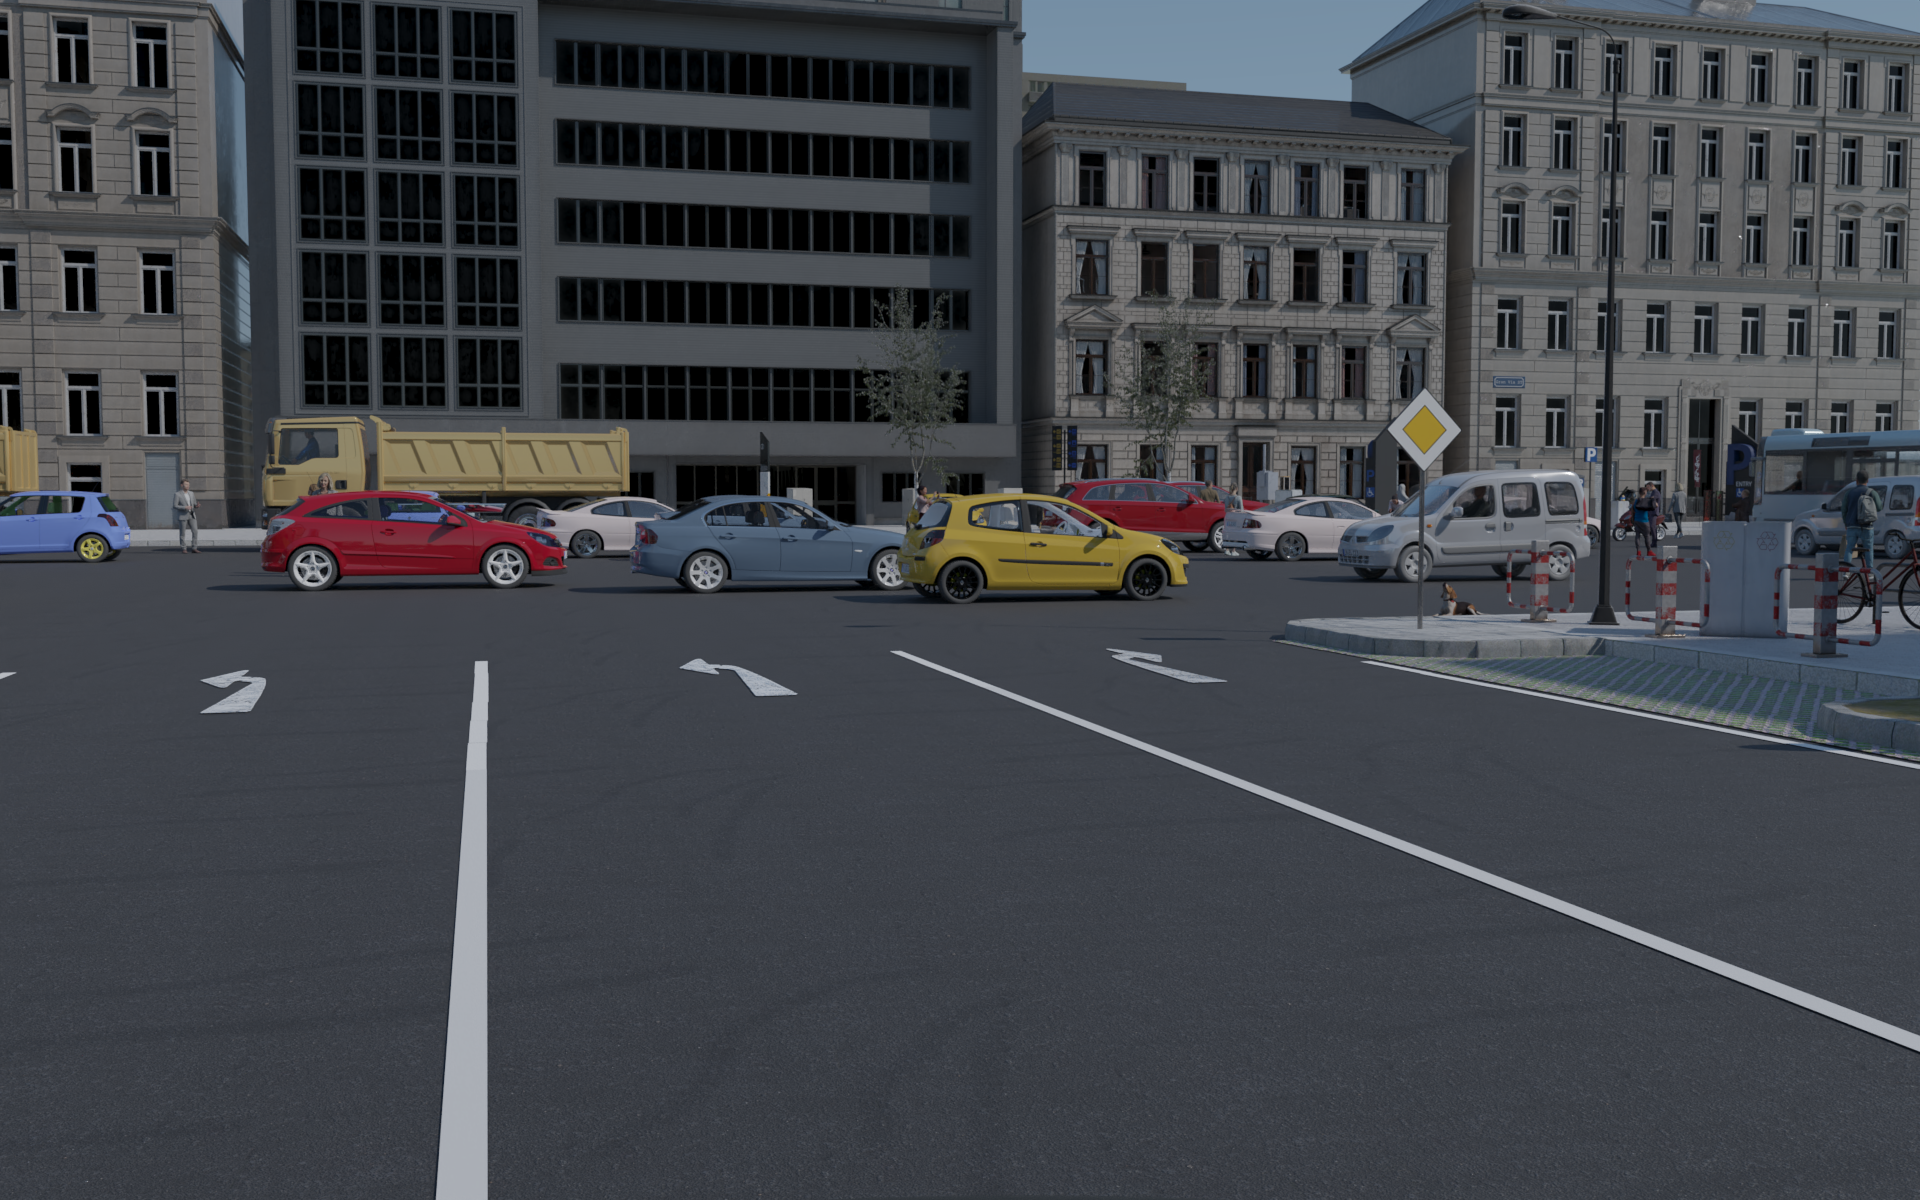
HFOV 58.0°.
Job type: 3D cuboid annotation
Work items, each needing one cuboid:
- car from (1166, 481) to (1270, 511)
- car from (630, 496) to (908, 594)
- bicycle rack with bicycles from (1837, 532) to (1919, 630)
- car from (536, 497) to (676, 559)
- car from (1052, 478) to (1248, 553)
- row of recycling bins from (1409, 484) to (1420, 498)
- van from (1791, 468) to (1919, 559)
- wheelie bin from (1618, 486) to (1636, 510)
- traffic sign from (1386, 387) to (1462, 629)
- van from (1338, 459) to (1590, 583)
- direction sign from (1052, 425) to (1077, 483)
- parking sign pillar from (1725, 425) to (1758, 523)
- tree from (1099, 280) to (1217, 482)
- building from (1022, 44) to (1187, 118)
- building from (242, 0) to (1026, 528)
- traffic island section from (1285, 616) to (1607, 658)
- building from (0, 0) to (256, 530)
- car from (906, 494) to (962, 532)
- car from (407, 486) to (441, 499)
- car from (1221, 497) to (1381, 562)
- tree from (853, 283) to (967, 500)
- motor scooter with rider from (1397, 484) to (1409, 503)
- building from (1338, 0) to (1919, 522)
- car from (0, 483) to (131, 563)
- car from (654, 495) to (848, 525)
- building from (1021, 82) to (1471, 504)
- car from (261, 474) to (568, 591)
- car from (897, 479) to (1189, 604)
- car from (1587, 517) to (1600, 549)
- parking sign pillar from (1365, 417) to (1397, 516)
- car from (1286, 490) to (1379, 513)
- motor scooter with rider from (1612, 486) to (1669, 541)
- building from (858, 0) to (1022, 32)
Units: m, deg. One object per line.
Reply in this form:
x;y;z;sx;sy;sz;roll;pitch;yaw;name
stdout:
7.188;-2.692;52.691;5.304;1.827;2.281;-1;4;-16;car
-2.671;-0.857;26.009;4.499;1.417;2.014;-1;4;-16;car
9.998;-0.174;16.232;2.852;0.926;2.925;-1;4;-13;bicycle rack with bicycles
-7.263;-1.670;39.674;4.827;1.381;2.083;-1;4;-16;car
4.606;-2.070;42.525;5.304;1.827;2.281;-1;4;-14;car
20.203;-3.927;71.315;3.534;1.692;1.069;-1;4;-12;row of recycling bins
20.985;-1.998;39.672;2.013;2.044;4.112;-1;4;-17;van
26.015;-3.650;67.578;0.693;1.594;0.980;1;4;22;wheelie bin
4.370;-0.781;16.405;0.795;2.450;0.064;-1;4;-15;traffic sign
8.384;-1.342;28.960;4.112;2.044;2.013;-1;4;-15;van
3.463;-3.998;57.363;0.876;3.537;0.379;1;4;23;direction sign
30.158;-4.781;66.635;1.447;3.967;1.447;-2;4;-29;parking sign pillar
7.154;-6.716;60.161;4.360;8.622;3.978;0;3;0;tree
0.568;-28.191;152.799;32.217;40.220;23.993;-1;4;-15;building
-13.288;-15.525;72.907;30.058;24.678;14.314;-1;4;-15;building
4.391;0.354;16.489;2.009;0.180;2.903;-1;4;-15;traffic island section
-39.889;-16.321;64.114;25.104;27.353;12.463;-1;4;-15;building
-0.423;-2.530;51.597;2.015;1.641;3.980;-1;4;-15;car
-11.637;-1.661;36.749;1.945;1.707;3.694;-1;4;-16;car
8.123;-1.562;37.908;4.827;1.381;2.083;-1;4;-14;car
-1.536;-6.690;59.748;4.360;8.622;3.978;0;3;0;tree
13.860;-2.713;53.329;1.986;1.779;0.876;-1;4;-17;motor scooter with rider
32.598;-17.546;84.139;25.104;27.353;12.463;-1;4;-15;building
-19.540;-1.644;36.478;3.694;1.707;1.945;-1;4;-16;car
-4.503;-1.587;37.949;4.499;1.417;2.014;-1;4;-16;car
11.305;-13.021;77.529;19.286;19.102;10.561;-1;4;-15;building
-8.349;-1.077;26.644;4.494;1.783;2.155;-1;4;-15;car
1.155;-0.822;23.656;3.980;1.641;2.015;-1;4;-15;car
14.759;-2.039;45.700;4.827;1.381;2.083;-1;4;-14;car
14.669;-4.395;60.324;1.447;3.967;1.447;-3;5;-42;parking sign pillar
9.376;-2.072;43.663;2.009;1.686;4.222;-1;4;-15;car
20.754;-2.683;52.831;1.986;1.779;0.876;-1;4;-17;motor scooter with rider
-3.857;-27.417;131.862;14.154;41.232;14.086;-1;4;-15;building
